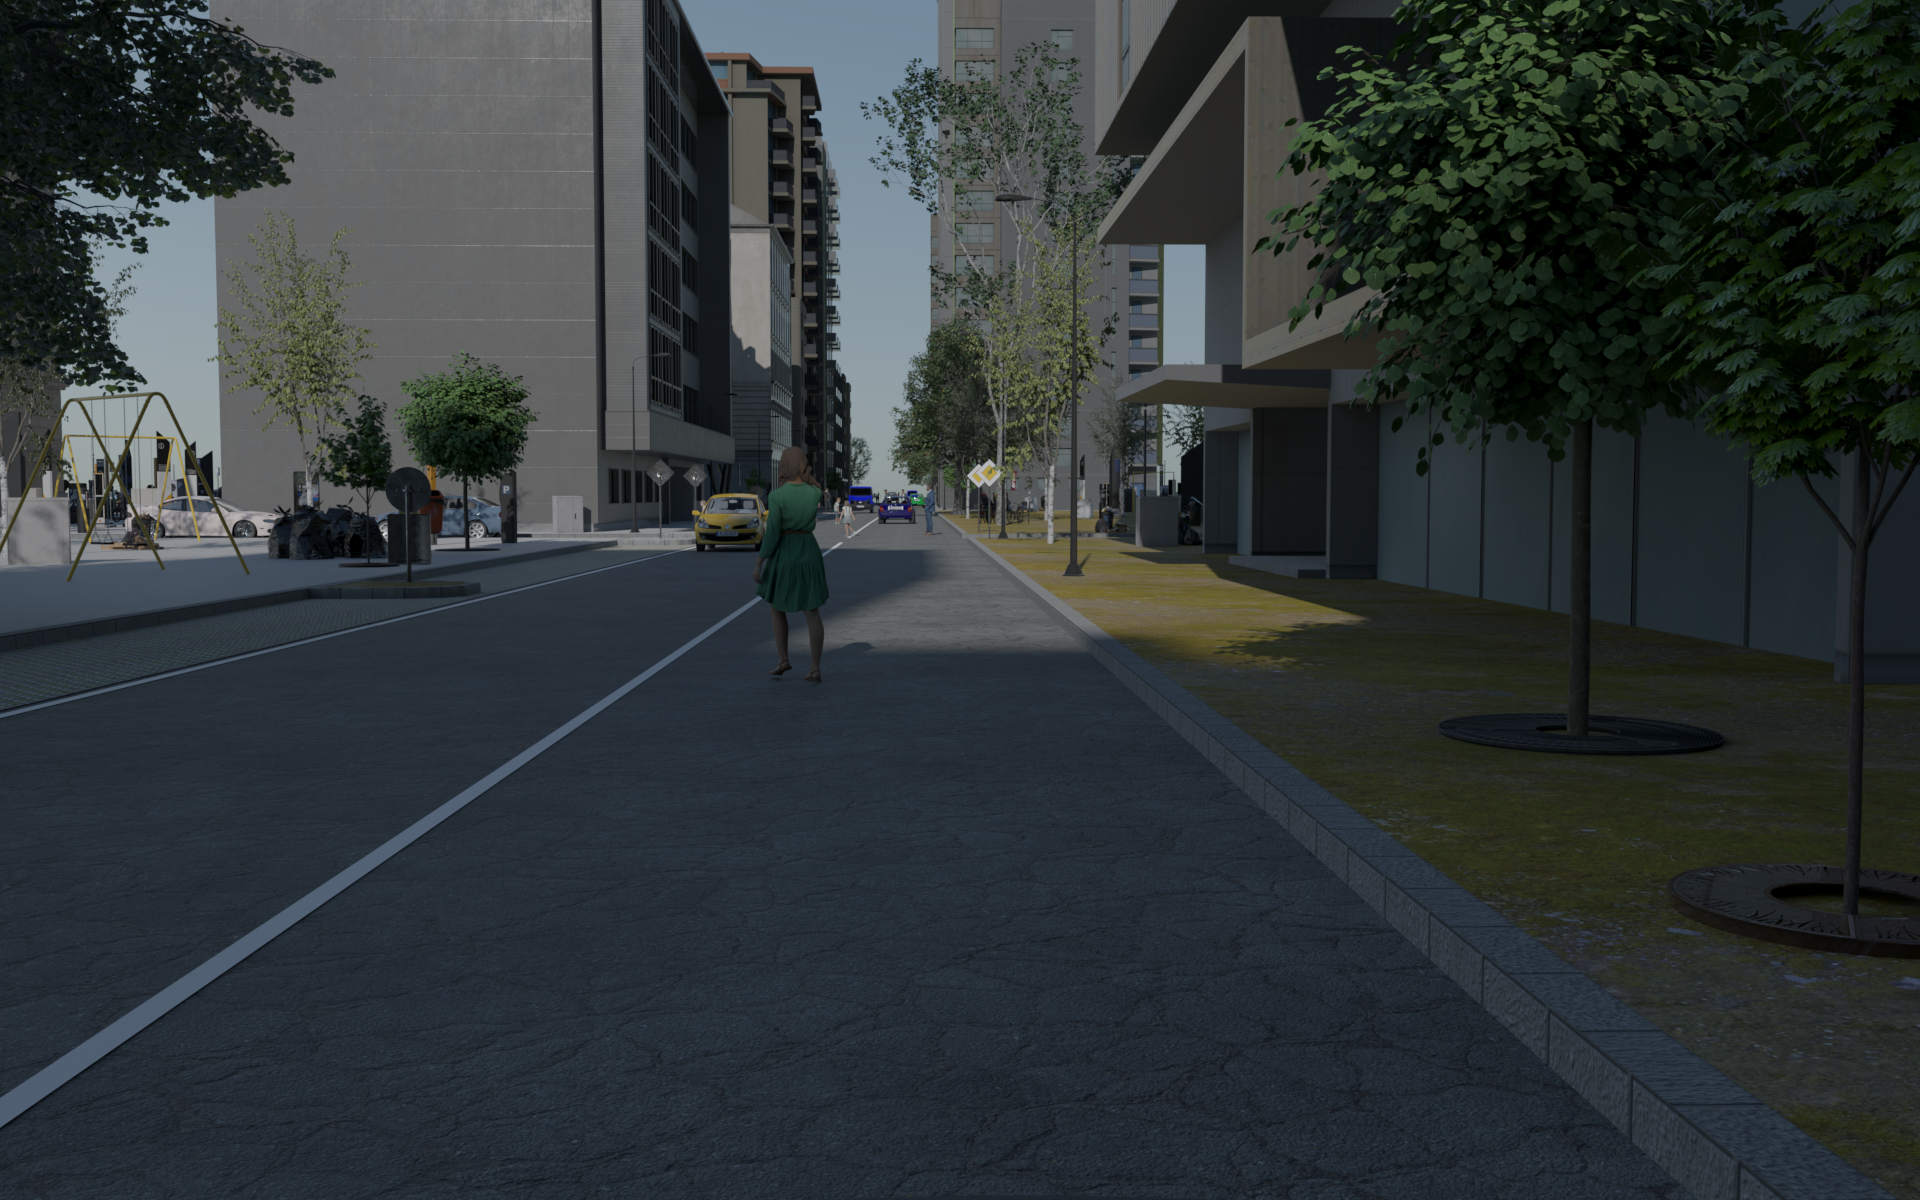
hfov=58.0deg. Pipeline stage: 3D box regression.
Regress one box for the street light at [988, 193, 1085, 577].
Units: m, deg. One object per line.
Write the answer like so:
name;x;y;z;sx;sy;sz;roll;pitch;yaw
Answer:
street light;1.237;-3.326;26.924;1.470;5.913;1.316;0;4;-2

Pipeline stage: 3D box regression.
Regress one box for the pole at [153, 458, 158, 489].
pole;-44.922;-6.297;96.806;0.158;3.312;0.155;0;3;0

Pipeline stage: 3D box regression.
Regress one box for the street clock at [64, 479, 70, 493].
street clock;-43.922;-4.916;84.954;0.471;2.002;0.358;-1;4;-16

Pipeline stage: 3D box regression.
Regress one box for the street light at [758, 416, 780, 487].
street light;-11.332;-7.946;102.461;1.470;5.913;1.316;0;4;-2

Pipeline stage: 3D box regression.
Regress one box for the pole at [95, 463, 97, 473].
pole;-57.365;-7.418;115.126;0.158;3.312;0.155;0;3;0

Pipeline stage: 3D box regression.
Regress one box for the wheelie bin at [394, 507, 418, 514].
wheelie bin;-15.441;-2.494;48.685;0.980;1.594;0.693;-1;4;-19

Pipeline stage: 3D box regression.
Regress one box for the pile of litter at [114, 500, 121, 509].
pile of litter;-58.416;-6.464;119.656;1.176;0.858;1.719;0;4;-6

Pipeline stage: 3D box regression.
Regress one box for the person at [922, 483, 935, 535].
person;-1.064;-3.156;60.278;0.419;1.800;0.721;-1;4;-13

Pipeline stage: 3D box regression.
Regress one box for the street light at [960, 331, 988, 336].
street light;0.700;-4.714;49.611;1.470;5.913;1.316;0;4;-2

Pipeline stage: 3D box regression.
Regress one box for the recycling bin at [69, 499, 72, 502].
recycling bin;-48.227;-4.936;93.265;0.722;1.027;0.722;-2;4;-31

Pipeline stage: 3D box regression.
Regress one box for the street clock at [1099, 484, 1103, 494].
street clock;9.920;-7.140;121.314;0.358;2.002;0.471;1;4;21

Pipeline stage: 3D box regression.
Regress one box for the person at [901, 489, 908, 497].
person;-4.004;-7.061;124.302;0.623;1.781;0.721;1;4;13

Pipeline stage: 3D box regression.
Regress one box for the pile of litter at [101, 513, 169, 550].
pile of litter;-19.143;-1.601;40.144;1.719;0.858;1.176;3;4;37

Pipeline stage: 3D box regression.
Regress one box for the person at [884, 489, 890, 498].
person;-5.390;-7.255;127.472;0.721;1.781;0.623;-2;4;-24

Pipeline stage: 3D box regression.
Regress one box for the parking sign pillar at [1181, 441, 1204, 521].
parking sign pillar;11.360;-5.833;83.844;1.447;3.967;1.447;1;4;22

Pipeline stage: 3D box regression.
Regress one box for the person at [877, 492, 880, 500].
person;-13.078;-16.326;276.145;0.721;1.735;1.217;3;5;40

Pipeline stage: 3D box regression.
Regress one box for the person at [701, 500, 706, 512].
person;-8.856;-2.868;60.408;0.382;1.210;0.505;-2;4;-27

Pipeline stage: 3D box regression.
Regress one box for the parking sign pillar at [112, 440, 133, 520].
parking sign pillar;-40.984;-5.911;85.113;1.447;3.967;1.447;-2;4;-33

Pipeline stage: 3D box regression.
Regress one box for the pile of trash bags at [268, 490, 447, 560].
pile of trash bags;-12.146;-1.552;35.122;3.447;1.369;1.912;-2;4;-33

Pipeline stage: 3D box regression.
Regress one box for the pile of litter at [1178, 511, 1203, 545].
pile of litter;5.747;-1.824;43.793;1.176;0.858;1.719;-2;4;-29

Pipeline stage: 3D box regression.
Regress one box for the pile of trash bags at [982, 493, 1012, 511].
pile of trash bags;2.410;-7.243;128.170;1.912;1.369;3.447;-2;4;-29

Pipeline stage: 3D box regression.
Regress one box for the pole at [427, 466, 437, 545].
pole;-13.258;-3.034;43.452;0.158;3.312;0.155;0;3;0

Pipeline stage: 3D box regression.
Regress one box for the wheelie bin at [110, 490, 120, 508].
wheelie bin;-61.715;-7.256;126.551;0.980;1.594;0.693;3;5;39

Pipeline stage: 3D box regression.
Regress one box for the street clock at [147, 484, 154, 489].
street clock;-60.952;-7.700;130.464;0.358;2.002;0.471;3;5;41

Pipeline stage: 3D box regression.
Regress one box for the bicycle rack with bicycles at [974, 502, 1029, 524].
bicycle rack with bicycles;1.740;-3.781;75.205;2.852;0.926;2.925;1;4;18

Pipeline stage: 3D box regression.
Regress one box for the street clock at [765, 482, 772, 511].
street clock;-11.812;-6.251;106.767;0.358;2.002;0.471;-3;5;-44

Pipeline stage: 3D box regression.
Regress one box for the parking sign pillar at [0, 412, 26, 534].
parking sign pillar;-31.353;-4.172;56.690;1.447;3.967;1.447;-1;4;-8

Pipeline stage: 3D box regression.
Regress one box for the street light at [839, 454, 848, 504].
street light;-14.105;-14.020;201.775;1.470;5.913;1.316;0;4;-2

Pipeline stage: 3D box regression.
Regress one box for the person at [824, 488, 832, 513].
person;-9.989;-7.513;130.697;0.648;1.900;0.474;1;4;9

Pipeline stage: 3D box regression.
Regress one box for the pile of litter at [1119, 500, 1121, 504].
pile of litter;11.868;-7.207;131.807;1.176;0.858;1.719;-2;4;-24

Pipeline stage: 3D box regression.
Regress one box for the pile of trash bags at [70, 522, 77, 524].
pile of trash bags;-39.618;-3.954;74.404;3.447;1.369;1.912;-2;4;-31

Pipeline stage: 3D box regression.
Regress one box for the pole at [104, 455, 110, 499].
pole;-45.036;-5.971;91.465;0.158;3.312;0.155;0;3;0

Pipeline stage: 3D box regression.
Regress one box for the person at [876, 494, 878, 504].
person;-11.747;-14.166;243.375;0.557;1.426;1.065;1;4;22

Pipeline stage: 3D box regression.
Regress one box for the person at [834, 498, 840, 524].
person;-5.854;-4.250;82.676;0.352;1.250;0.332;1;4;16

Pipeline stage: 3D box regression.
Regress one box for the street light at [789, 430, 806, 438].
street light;-12.079;-9.324;124.982;1.470;5.913;1.316;0;4;-2

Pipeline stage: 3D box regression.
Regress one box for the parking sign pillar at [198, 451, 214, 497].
parking sign pillar;-46.753;-7.238;106.810;1.447;3.967;1.447;3;4;37

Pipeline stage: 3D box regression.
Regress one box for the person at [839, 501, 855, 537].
person;-3.785;-2.727;58.096;0.505;1.210;0.382;-2;4;-35

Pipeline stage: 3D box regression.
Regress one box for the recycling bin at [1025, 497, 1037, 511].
recycling bin;5.425;-7.323;132.279;0.722;1.027;0.722;2;4;28

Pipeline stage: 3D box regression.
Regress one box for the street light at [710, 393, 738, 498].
street light;-10.911;-6.555;79.715;1.470;5.913;1.316;0;4;-2

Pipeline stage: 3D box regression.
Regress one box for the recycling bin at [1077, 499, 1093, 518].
recycling bin;6.621;-4.840;91.693;0.722;1.027;0.722;1;4;17

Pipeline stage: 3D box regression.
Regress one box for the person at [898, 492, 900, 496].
person;-9.607;-15.865;268.614;0.721;1.743;1.217;0;4;7

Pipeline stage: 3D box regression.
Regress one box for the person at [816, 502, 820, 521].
person;-7.426;-4.828;87.556;0.853;1.813;0.709;3;5;40

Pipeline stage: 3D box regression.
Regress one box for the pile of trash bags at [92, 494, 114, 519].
pile of trash bags;-44.727;-4.873;89.427;1.912;1.369;3.447;-2;4;-35

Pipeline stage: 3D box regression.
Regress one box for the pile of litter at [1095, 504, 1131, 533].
pile of litter;5.183;-2.696;58.047;1.719;0.858;1.176;-3;5;-43

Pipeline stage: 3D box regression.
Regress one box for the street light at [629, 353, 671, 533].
street light;-10.224;-5.177;57.192;1.470;5.913;1.316;0;4;-2

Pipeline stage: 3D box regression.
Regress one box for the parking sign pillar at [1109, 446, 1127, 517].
parking sign pillar;8.660;-6.647;97.144;1.447;3.967;1.447;0;4;-3

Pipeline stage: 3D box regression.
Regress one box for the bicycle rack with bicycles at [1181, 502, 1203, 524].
bicycle rack with bicycles;9.477;-3.828;75.971;2.852;0.926;2.925;0;4;5

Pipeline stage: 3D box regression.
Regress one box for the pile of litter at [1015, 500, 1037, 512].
pile of litter;4.801;-6.819;125.462;1.719;0.858;1.176;0;4;-6

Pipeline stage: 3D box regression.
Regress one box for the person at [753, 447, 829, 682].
person;-1.268;-0.279;13.308;0.600;1.795;0.529;-3;5;-41

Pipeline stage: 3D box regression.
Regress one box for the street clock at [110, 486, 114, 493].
street clock;-64.496;-7.764;131.507;0.358;2.002;0.471;1;4;16

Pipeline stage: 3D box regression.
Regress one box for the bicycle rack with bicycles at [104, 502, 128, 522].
bicycle rack with bicycles;-38.065;-4.038;79.403;2.852;0.926;2.925;1;4;21
